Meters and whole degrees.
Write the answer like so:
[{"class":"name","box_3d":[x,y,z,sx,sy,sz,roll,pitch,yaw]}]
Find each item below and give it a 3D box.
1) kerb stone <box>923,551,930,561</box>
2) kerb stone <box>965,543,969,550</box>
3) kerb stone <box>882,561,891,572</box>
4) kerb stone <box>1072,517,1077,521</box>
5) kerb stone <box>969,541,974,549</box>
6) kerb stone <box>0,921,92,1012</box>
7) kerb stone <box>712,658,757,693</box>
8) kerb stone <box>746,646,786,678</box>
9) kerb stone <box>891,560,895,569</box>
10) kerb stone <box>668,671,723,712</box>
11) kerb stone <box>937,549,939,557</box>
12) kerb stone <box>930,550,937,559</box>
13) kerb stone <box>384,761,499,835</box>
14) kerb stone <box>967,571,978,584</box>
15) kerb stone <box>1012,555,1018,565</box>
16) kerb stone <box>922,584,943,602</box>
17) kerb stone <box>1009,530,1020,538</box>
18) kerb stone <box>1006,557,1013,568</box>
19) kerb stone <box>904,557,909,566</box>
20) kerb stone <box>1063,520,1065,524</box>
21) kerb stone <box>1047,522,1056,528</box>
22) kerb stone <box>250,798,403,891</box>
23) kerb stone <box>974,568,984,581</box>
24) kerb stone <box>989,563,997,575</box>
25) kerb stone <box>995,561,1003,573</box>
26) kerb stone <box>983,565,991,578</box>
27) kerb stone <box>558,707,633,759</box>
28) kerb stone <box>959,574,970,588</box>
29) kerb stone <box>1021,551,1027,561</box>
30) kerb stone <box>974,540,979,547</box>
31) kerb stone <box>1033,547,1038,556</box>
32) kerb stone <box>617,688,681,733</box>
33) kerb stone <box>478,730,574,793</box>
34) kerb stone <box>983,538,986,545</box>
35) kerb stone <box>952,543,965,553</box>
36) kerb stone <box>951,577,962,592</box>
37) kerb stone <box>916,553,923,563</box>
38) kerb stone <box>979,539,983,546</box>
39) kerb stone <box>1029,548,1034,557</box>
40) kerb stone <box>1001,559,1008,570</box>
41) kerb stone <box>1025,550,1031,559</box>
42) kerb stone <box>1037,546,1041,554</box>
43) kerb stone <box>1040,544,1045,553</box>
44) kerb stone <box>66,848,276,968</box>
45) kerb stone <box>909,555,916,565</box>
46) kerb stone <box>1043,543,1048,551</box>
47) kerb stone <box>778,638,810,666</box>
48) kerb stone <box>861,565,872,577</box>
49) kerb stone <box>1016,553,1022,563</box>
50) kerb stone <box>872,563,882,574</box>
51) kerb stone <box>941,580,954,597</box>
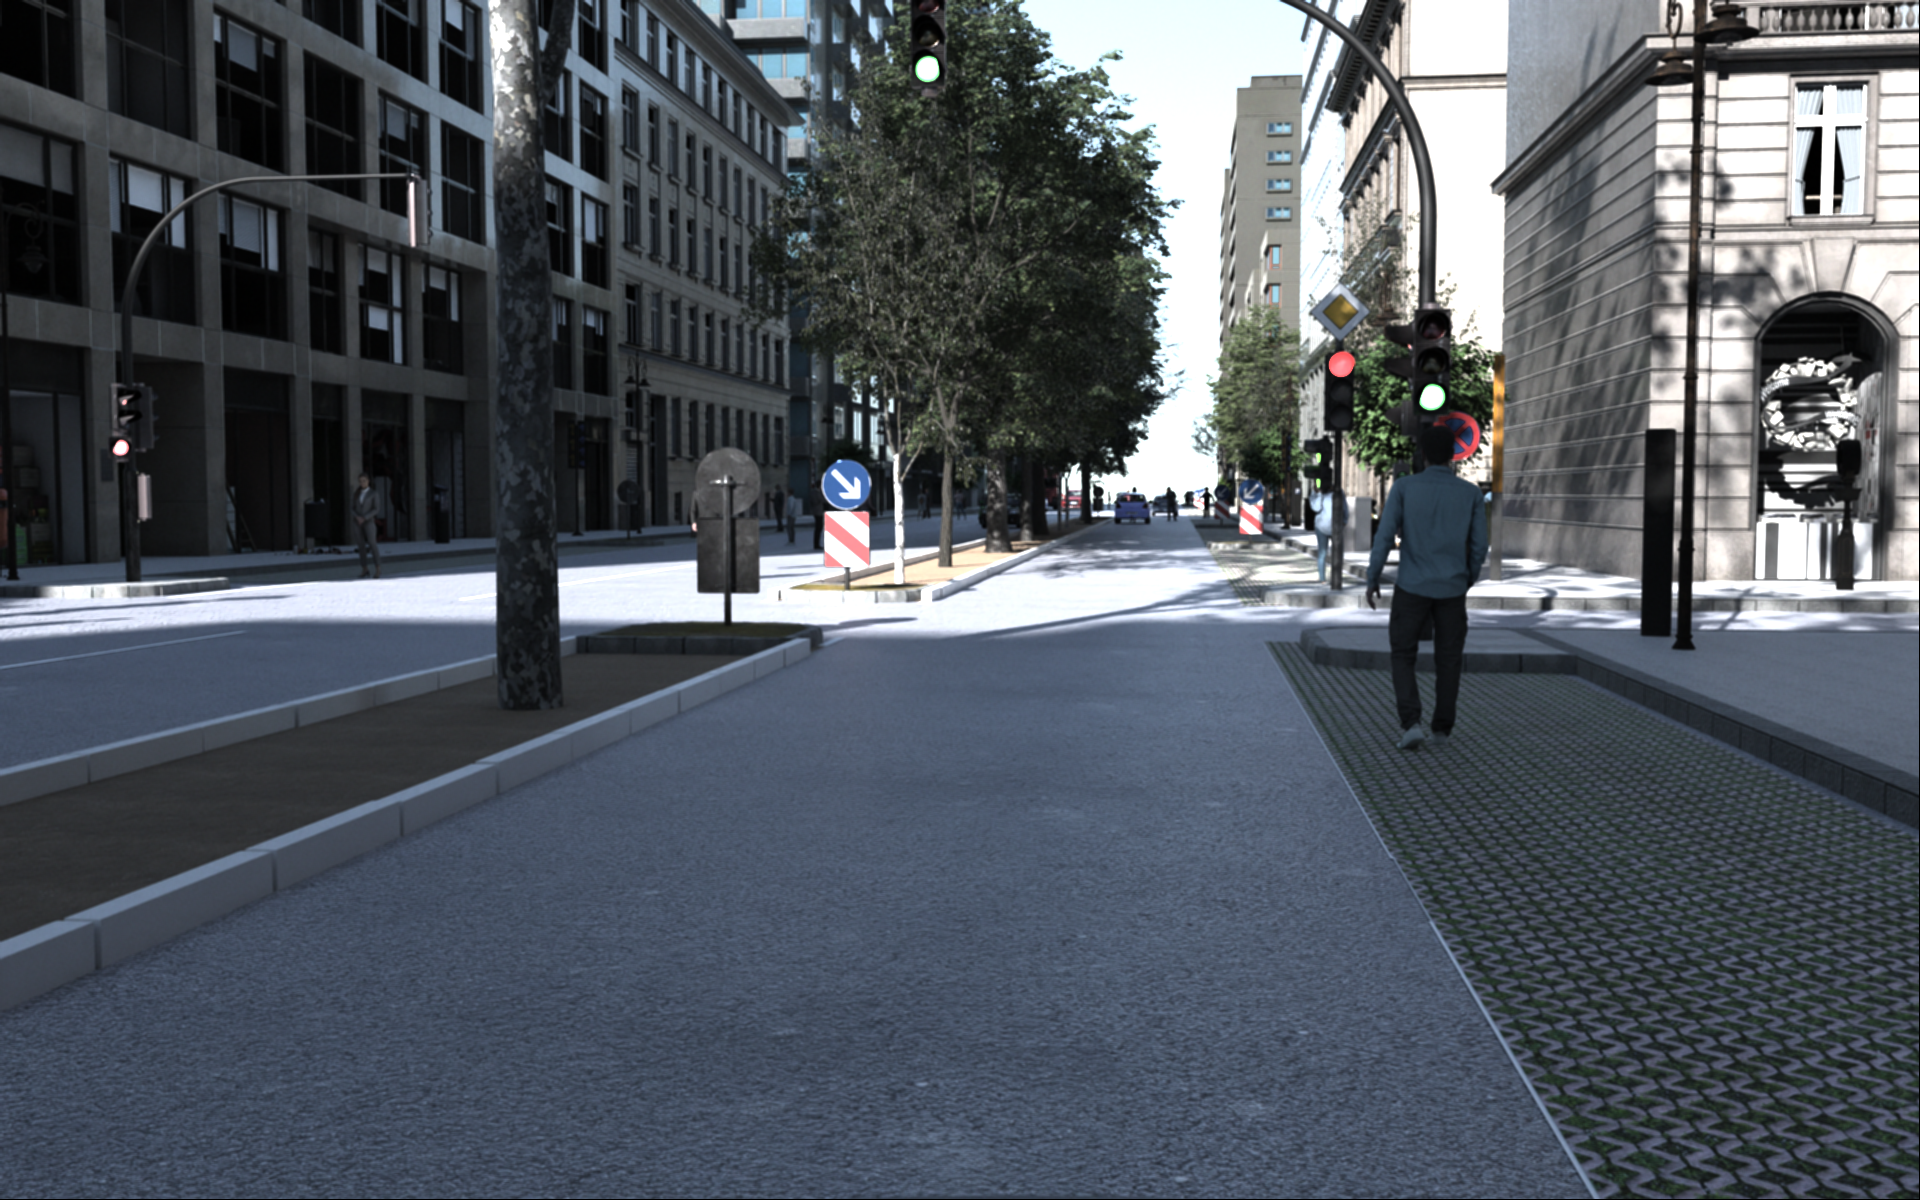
[{"class":"kerb stone","box_3d":[-0.820,-0.909,37.064,0.120,0.150,1.000,0,4,7]},{"class":"kerb stone","box_3d":[0.056,-1.340,44.177,0.120,0.150,1.000,0,4,7]},{"class":"kerb stone","box_3d":[-1.460,-0.597,31.961,0.120,0.150,1.000,0,4,7]},{"class":"kerb stone","box_3d":[5.989,-4.269,91.992,0.120,0.150,1.000,0,4,7]},{"class":"kerb stone","box_3d":[0.190,-1.403,45.190,0.120,0.150,1.000,0,4,7]},{"class":"kerb stone","box_3d":[-2.722,1.071,4.718,0.120,0.150,1.000,0,4,7]},{"class":"kerb stone","box_3d":[-1.708,0.571,12.861,0.120,0.150,1.000,0,4,7]},{"class":"kerb stone","box_3d":[-1.583,0.508,13.885,0.120,0.150,1.000,0,4,7]},{"class":"kerb stone","box_3d":[-1.332,-0.659,32.982,0.120,0.150,1.000,0,4,7]},{"class":"kerb stone","box_3d":[-1.831,0.633,11.846,0.120,0.150,1.000,0,4,7]},{"class":"kerb stone","box_3d":[-0.575,-1.033,39.094,0.120,0.150,1.000,0,4,7]},{"class":"kerb stone","box_3d":[-0.693,-0.971,38.078,0.120,0.150,1.000,0,4,7]},{"class":"kerb stone","box_3d":[-2.331,0.888,7.767,0.120,0.150,1.000,0,4,7]},{"class":"kerb stone","box_3d":[0.125,-0.330,27.597,0.120,0.150,1.000,0,4,7]},{"class":"kerb stone","box_3d":[1.004,-0.765,34.733,0.120,0.150,1.000,0,4,7]},{"class":"kerb stone","box_3d":[-0.385,-0.082,23.540,0.120,0.150,1.000,0,4,7]},{"class":"kerb stone","box_3d":[1.831,-2.217,58.438,0.120,0.150,1.000,0,4,7]},{"class":"kerb stone","box_3d":[0.876,-0.704,33.707,0.120,0.150,1.000,0,4,7]},{"class":"kerb stone","box_3d":[-1.197,-0.718,34.007,0.120,0.150,1.000,0,4,7]},{"class":"kerb stone","box_3d":[4.728,-3.642,81.818,0.120,0.150,1.000,0,4,7]},{"class":"kerb stone","box_3d":[3.975,-3.272,75.718,0.120,0.150,1.000,0,4,7]},{"class":"kerb stone","box_3d":[-2.460,0.945,6.748,0.120,0.150,1.000,0,4,7]},{"class":"kerb stone","box_3d":[0.241,-0.392,28.612,0.120,0.150,1.000,0,4,7]},{"class":"kerb stone","box_3d":[0.507,-0.517,30.648,0.120,0.150,1.000,0,4,7]},{"class":"kerb stone","box_3d":[0.629,-0.576,31.663,0.120,0.150,1.000,0,4,7]},{"class":"kerb stone","box_3d":[0.369,-0.455,29.636,0.120,0.150,1.000,0,4,7]},{"class":"kerb stone","box_3d":[-2.084,0.757,9.817,0.120,0.150,1.000,0,4,7]},{"class":"kerb stone","box_3d":[-0.003,-0.265,26.583,0.120,0.150,1.000,0,4,7]},{"class":"kerb stone","box_3d":[1.260,-0.892,36.775,0.120,0.150,1.000,0,4,7]},{"class":"kerb stone","box_3d":[0.315,-1.465,46.209,0.120,0.150,1.000,0,4,7]},{"class":"kerb stone","box_3d":[1.635,-1.079,39.839,0.120,0.150,1.000,0,4,7]},{"class":"kerb stone","box_3d":[-1.961,0.695,10.832,0.120,0.150,1.000,0,4,7]},{"class":"kerb stone","box_3d":[-2.204,0.819,8.798,0.120,0.150,1.000,0,4,7]},{"class":"kerb stone","box_3d":[0.567,-1.593,48.242,0.120,0.150,1.000,0,4,7]},{"class":"kerb stone","box_3d":[-0.066,-1.279,43.152,0.120,0.150,1.000,0,4,7]},{"class":"kerb stone","box_3d":[-0.122,-0.206,25.568,0.120,0.150,1.000,0,4,7]},{"class":"kerb stone","box_3d":[-0.948,-0.843,36.040,0.120,0.150,1.000,0,4,7]},{"class":"kerb stone","box_3d":[0.438,-1.525,47.223,0.120,0.150,1.000,0,4,7]},{"class":"kerb stone","box_3d":[1.509,-1.017,38.816,0.120,0.150,1.000,0,4,7]},{"class":"kerb stone","box_3d":[0.748,-0.642,32.685,0.120,0.150,1.000,0,4,7]},{"class":"kerb stone","box_3d":[1.384,-0.953,37.792,0.120,0.150,1.000,0,4,7]},{"class":"kerb stone","box_3d":[1.764,-1.139,40.854,0.120,0.150,1.000,0,4,7]},{"class":"kerb stone","box_3d":[1.885,-1.195,41.870,0.120,0.150,1.000,0,4,7]},{"class":"kerb stone","box_3d":[-2.590,1.008,5.732,0.120,0.150,1.000,0,4,7]},{"class":"kerb stone","box_3d":[-1.074,-0.784,35.026,0.120,0.150,1.000,0,4,7]},{"class":"kerb stone","box_3d":[2.015,-1.266,42.889,0.120,0.150,1.000,0,4,7]},{"class":"kerb stone","box_3d":[-1.451,0.446,14.902,0.120,0.150,1.000,0,4,7]},{"class":"kerb stone","box_3d":[-1.709,-0.473,29.925,0.120,0.150,1.000,0,4,7]},{"class":"kerb stone","box_3d":[1.133,-0.824,35.752,0.120,0.150,1.000,0,4,7]},{"class":"kerb stone","box_3d":[-1.584,-0.534,30.946,0.120,0.150,1.000,0,4,7]},{"class":"kerb stone","box_3d":[-0.248,-0.144,24.554,0.120,0.150,1.000,0,4,7]}]
